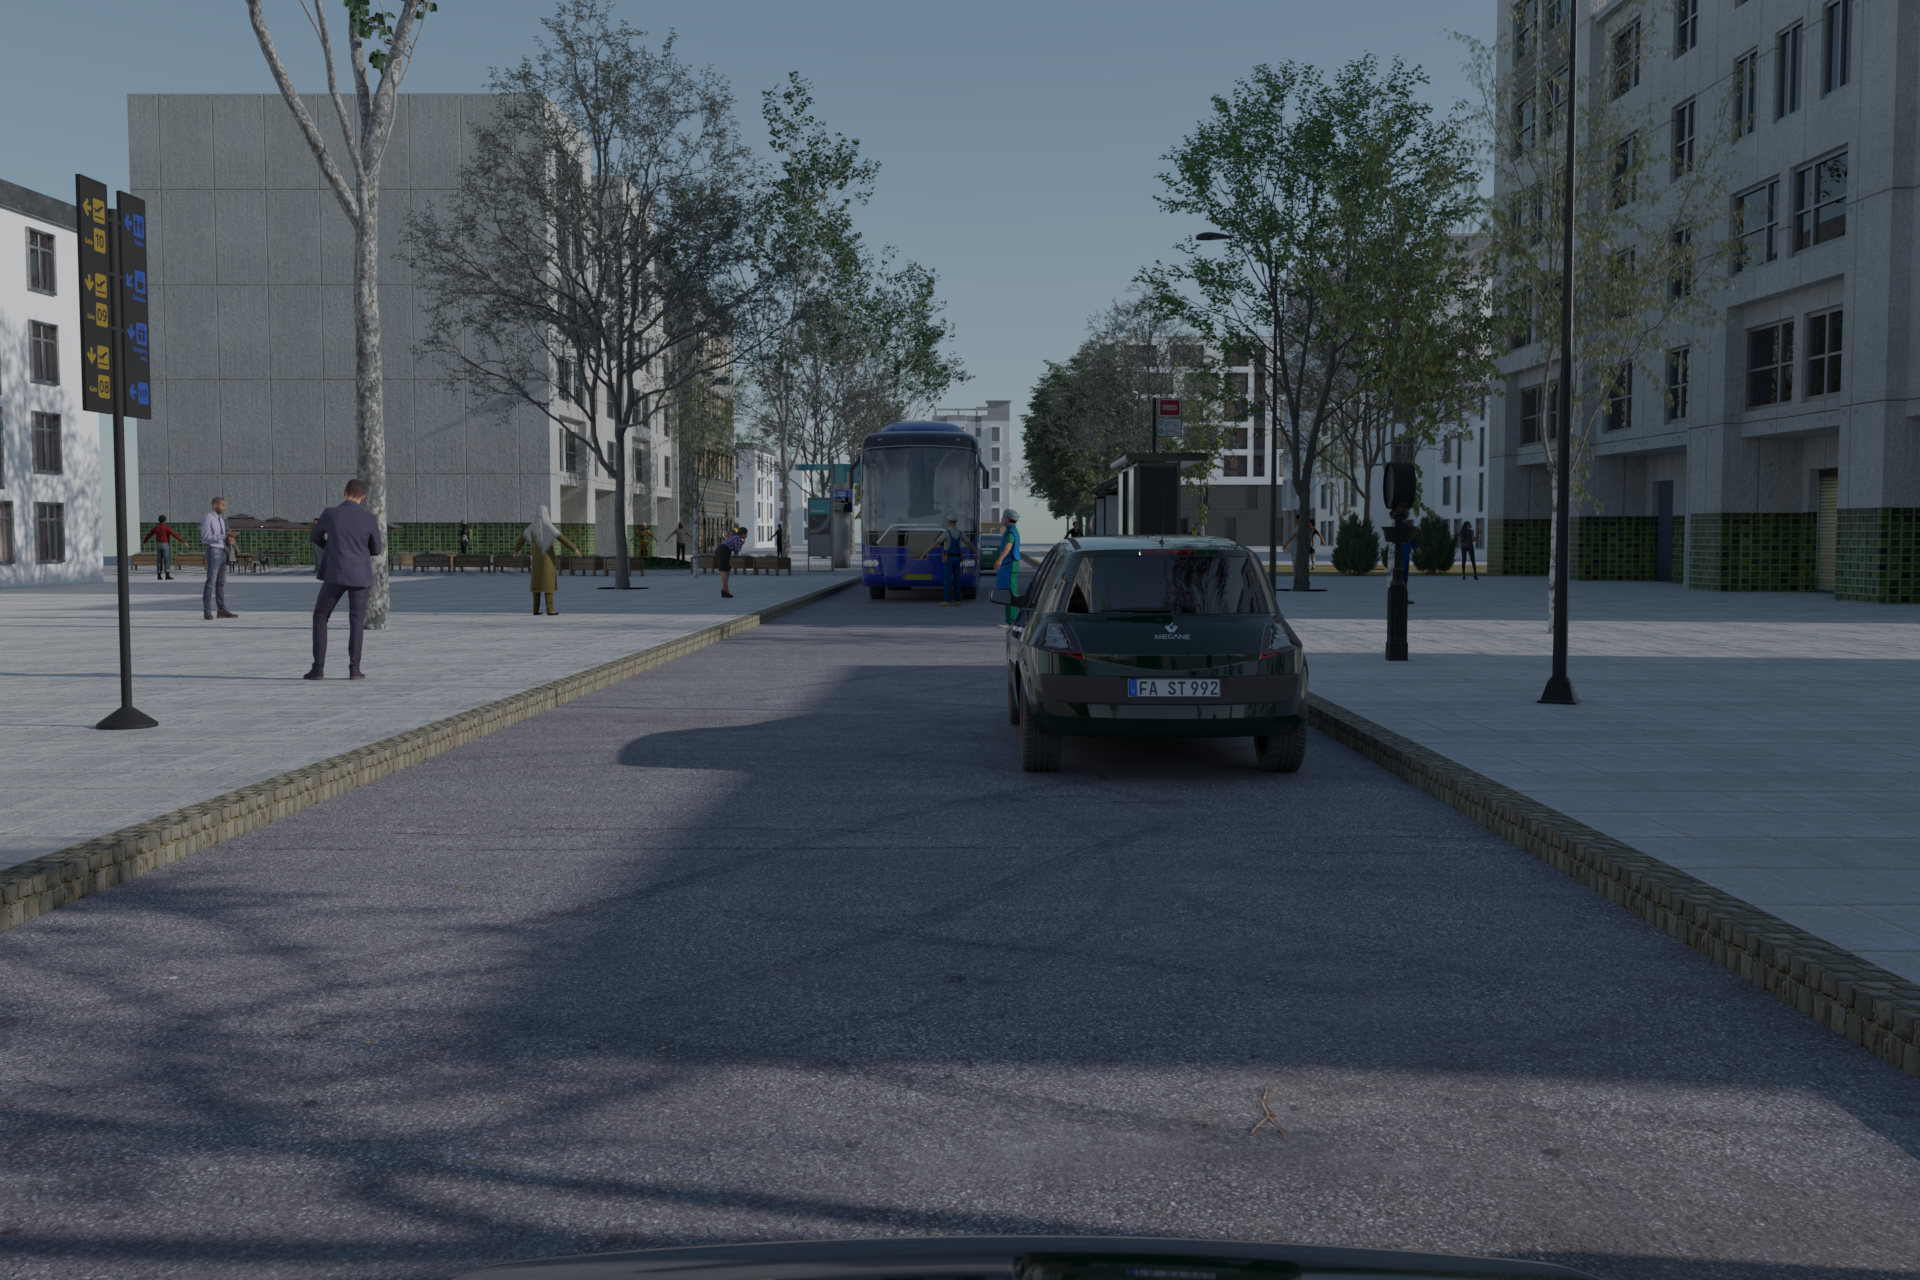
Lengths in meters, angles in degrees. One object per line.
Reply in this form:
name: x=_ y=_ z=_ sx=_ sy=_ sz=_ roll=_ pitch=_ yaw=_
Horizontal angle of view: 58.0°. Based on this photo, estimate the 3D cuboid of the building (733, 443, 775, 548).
building: x=-22.962 y=-14.125 z=173.092 sx=9.099 sy=9.664 sz=28.070 roll=0 pitch=4 yaw=1

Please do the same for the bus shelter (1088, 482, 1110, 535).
bus shelter: x=5.886 y=-4.229 z=63.068 sx=2.014 sy=3.302 sz=5.546 roll=0 pitch=4 yaw=0

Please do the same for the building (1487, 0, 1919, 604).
building: x=25.228 y=-10.580 z=39.439 sx=16.747 sy=18.905 sz=31.486 roll=0 pitch=4 yaw=0

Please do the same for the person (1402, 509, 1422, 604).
person: x=8.105 y=-1.574 z=31.620 sx=0.705 sy=1.842 sz=1.347 roll=2 pitch=4 yaw=33

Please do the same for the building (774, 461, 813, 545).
building: x=-22.562 y=-16.608 z=213.687 sx=9.099 sy=9.664 sz=28.070 roll=0 pitch=3 yaw=0

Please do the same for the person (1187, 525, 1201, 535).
person: x=12.282 y=-5.186 z=91.256 sx=1.216 sy=1.772 sz=0.721 roll=-1 pitch=4 yaw=-19

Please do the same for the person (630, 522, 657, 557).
person: x=-15.209 y=-4.745 z=83.356 sx=1.354 sy=1.858 sz=0.705 roll=0 pitch=4 yaw=8

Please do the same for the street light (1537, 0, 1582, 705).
street light: x=5.101 y=-2.474 z=12.989 sx=1.470 sy=5.913 sz=1.316 roll=0 pitch=4 yaw=0

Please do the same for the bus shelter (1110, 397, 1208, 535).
bus shelter: x=5.417 y=-4.347 z=48.706 sx=2.179 sy=5.291 sz=8.768 roll=0 pitch=4 yaw=1

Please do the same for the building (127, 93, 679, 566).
building: x=-24.932 y=-13.405 z=85.630 sx=16.747 sy=18.905 sz=31.486 roll=0 pitch=4 yaw=0

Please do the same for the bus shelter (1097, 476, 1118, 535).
bus shelter: x=5.743 y=-3.875 z=57.277 sx=2.014 sy=3.302 sz=5.546 roll=0 pitch=3 yaw=0

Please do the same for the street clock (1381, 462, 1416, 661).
street clock: x=4.434 y=-0.793 z=17.528 sx=0.358 sy=2.002 sz=0.471 roll=0 pitch=4 yaw=0

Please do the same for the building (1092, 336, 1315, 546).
building: x=28.702 y=-21.498 z=195.471 sx=27.936 sy=21.610 sz=32.646 roll=0 pitch=4 yaw=1

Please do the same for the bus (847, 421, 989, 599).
bus: x=-0.753 y=-3.040 z=41.249 sx=2.896 sy=3.916 sz=12.251 roll=0 pitch=4 yaw=1

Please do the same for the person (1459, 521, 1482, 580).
person: x=14.234 y=-2.498 z=48.359 sx=0.593 sy=1.643 sz=0.415 roll=0 pitch=4 yaw=-7

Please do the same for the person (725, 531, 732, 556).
person: x=-11.309 y=-4.659 z=85.444 sx=0.599 sy=1.433 sz=0.991 roll=3 pitch=5 yaw=40

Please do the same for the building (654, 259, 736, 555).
building: x=-25.437 y=-17.356 z=114.705 sx=19.493 sy=23.208 sz=18.063 roll=0 pitch=4 yaw=0

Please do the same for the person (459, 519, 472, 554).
person: x=-19.507 y=-3.806 z=68.014 sx=0.705 sy=1.856 sz=1.354 roll=-1 pitch=4 yaw=-17

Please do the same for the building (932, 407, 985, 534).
building: x=-3.682 y=-23.779 z=247.661 sx=11.380 sy=20.090 sz=16.016 roll=-1 pitch=4 yaw=-8

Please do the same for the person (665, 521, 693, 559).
person: x=-11.475 y=-3.981 z=71.223 sx=1.348 sy=1.813 sz=0.705 roll=-1 pitch=4 yaw=-19

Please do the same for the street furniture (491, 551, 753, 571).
street furniture: x=-12.173 y=-2.927 z=63.483 sx=10.072 sy=0.657 sz=5.734 roll=1 pitch=4 yaw=17

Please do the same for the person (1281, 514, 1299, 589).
person: x=7.553 y=-1.973 z=39.029 sx=0.721 sy=1.739 sz=1.217 roll=2 pitch=4 yaw=35

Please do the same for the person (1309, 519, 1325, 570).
person: x=12.455 y=-3.396 z=61.666 sx=0.704 sy=1.843 sz=1.345 roll=-3 pitch=5 yaw=-43

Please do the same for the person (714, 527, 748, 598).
person: x=-4.595 y=-1.561 z=34.799 sx=0.697 sy=1.427 sz=0.421 roll=-2 pitch=4 yaw=-28

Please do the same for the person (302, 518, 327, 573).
person: x=-21.136 y=-3.103 z=56.923 sx=1.347 sy=1.806 sz=0.705 roll=2 pitch=4 yaw=35

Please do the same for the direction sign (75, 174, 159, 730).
direction sign: x=-5.537 y=-1.187 z=11.409 sx=0.379 sy=3.537 sz=0.876 roll=0 pitch=3 yaw=0

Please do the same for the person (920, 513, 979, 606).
person: x=-0.168 y=-1.602 z=34.512 sx=1.347 sy=1.847 sz=0.705 roll=-2 pitch=4 yaw=-30

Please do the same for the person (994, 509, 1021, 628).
person: x=0.731 y=-1.092 z=26.431 sx=0.704 sy=1.817 sz=1.347 roll=1 pitch=4 yaw=10

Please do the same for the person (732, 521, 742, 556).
person: x=-9.757 y=-4.269 z=75.761 sx=0.705 sy=1.833 sz=1.349 roll=0 pitch=4 yaw=6

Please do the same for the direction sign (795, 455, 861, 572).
direction sign: x=-4.323 y=-4.324 z=59.461 sx=2.525 sy=3.948 sz=1.411 roll=0 pitch=4 yaw=1

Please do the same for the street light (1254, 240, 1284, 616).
street light: x=5.404 y=-3.317 z=26.768 sx=1.470 sy=5.913 sz=1.316 roll=0 pitch=4 yaw=1

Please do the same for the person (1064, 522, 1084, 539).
person: x=4.845 y=-4.066 z=72.667 sx=1.347 sy=1.806 sz=0.705 roll=-2 pitch=4 yaw=-30

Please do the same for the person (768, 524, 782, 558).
person: x=-9.032 y=-4.917 z=86.620 sx=0.704 sy=1.802 sz=1.346 roll=3 pitch=5 yaw=40

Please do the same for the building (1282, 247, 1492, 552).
building: x=27.981 y=-16.192 z=121.152 sx=16.016 sy=20.090 sz=11.380 roll=0 pitch=4 yaw=1

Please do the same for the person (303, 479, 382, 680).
person: x=-5.484 y=-0.543 z=15.368 sx=0.683 sy=1.767 sz=0.568 roll=-1 pitch=4 yaw=-20

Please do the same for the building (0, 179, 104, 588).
building: x=-23.523 y=-5.481 z=31.754 sx=9.099 sy=9.664 sz=28.070 roll=0 pitch=4 yaw=1

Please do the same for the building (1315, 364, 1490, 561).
building: x=26.320 y=-9.266 z=93.641 sx=9.099 sy=9.664 sz=28.070 roll=0 pitch=4 yaw=1

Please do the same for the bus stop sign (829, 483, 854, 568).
bus stop sign: x=-4.431 y=-4.646 z=64.977 sx=0.837 sy=3.901 sz=0.837 roll=0 pitch=4 yaw=2
